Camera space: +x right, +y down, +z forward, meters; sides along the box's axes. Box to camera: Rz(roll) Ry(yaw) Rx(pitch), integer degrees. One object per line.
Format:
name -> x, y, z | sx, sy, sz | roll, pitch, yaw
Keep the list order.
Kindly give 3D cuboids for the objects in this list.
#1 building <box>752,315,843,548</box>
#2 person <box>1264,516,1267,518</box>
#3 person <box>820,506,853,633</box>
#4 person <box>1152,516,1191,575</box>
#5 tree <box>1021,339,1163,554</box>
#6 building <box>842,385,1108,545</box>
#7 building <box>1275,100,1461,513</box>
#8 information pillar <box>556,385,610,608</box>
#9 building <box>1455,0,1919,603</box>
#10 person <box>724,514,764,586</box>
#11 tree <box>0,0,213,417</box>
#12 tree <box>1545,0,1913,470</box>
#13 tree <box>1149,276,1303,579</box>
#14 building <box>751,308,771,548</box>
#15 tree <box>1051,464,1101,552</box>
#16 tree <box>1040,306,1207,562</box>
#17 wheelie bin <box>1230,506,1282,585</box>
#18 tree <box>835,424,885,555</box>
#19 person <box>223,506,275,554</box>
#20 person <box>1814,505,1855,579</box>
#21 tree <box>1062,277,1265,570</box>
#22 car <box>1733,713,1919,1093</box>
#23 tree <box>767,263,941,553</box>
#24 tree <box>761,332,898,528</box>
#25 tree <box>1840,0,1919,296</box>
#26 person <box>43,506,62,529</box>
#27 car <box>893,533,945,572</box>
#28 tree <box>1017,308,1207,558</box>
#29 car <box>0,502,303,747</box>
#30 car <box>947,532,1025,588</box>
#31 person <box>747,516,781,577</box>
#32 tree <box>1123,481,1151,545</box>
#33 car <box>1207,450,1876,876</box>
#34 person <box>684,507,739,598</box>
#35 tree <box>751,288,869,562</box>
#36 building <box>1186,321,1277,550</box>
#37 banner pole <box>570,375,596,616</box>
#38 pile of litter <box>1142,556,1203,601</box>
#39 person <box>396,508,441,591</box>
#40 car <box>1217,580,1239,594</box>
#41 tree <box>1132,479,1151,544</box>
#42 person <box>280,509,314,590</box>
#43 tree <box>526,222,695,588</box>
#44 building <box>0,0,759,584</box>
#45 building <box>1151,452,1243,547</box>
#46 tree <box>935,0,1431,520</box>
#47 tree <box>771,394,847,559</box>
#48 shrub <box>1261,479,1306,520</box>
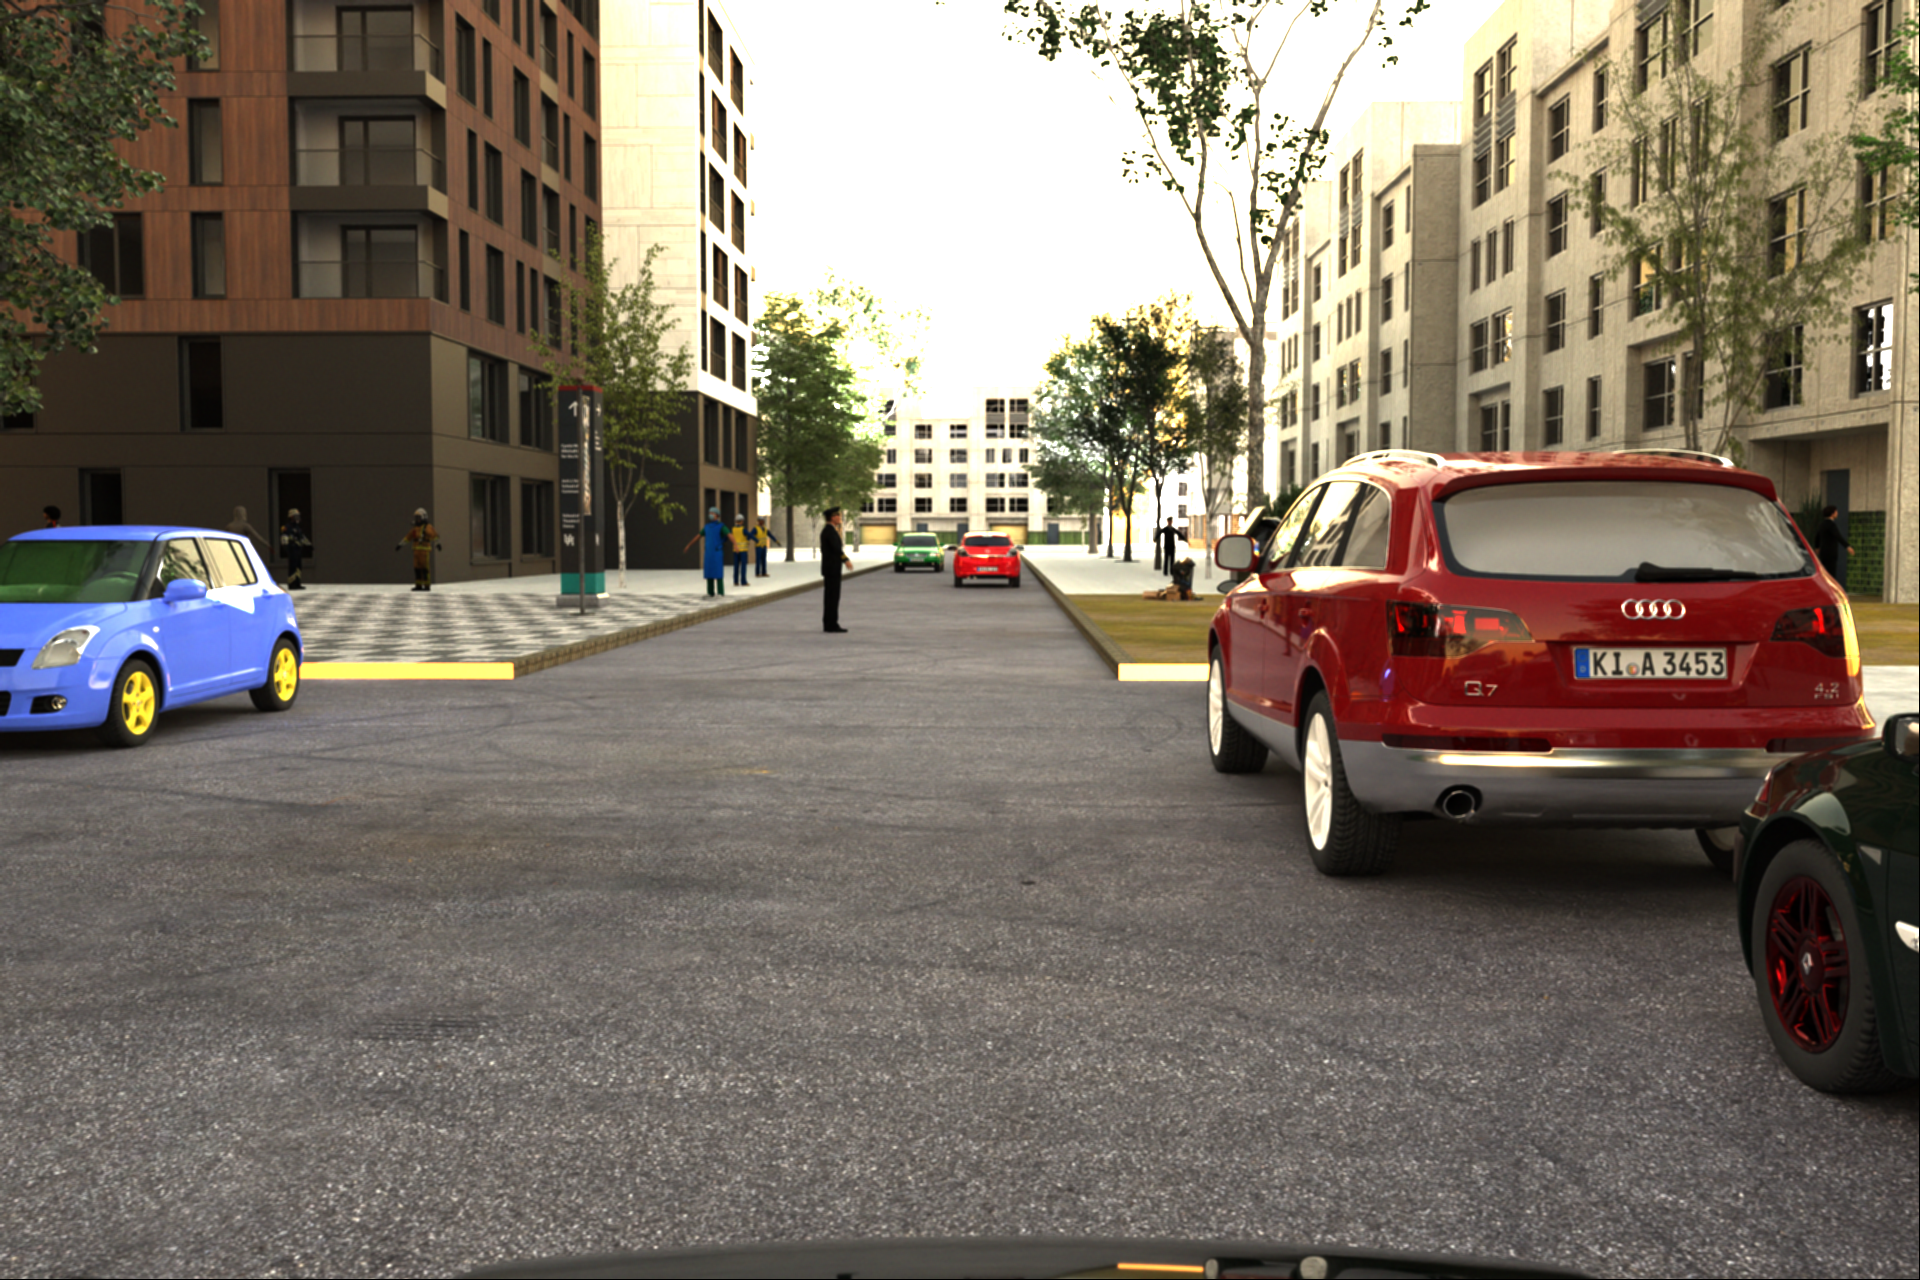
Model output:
building -> -21.490, -20.688, 169.176 | 19.493, 23.208, 18.063 | 0, 4, 1
person -> 7.018, -2.049, 40.308 | 0.721, 1.733, 1.217 | 2, 4, 27
person -> -1.843, -1.036, 25.328 | 0.705, 1.837, 1.347 | -1, 4, -19
person -> 6.512, -2.920, 53.681 | 1.347, 1.837, 0.705 | -1, 4, -21
tree -> 8.601, -12.555, 111.924 | 9.857, 13.997, 8.962 | 0, 3, 0
building -> 2.275, -21.063, 213.287 | 31.486, 18.905, 16.747 | 0, 4, 6
building -> 25.358, -13.013, 79.214 | 16.747, 18.905, 31.486 | 0, 4, 1
information pillar -> -6.661, -2.516, 30.514 | 0.750, 3.857, 0.750 | 0, 4, 3
building -> 26.063, -11.046, 47.059 | 16.747, 18.905, 31.486 | 0, 4, 2
person -> -5.421, -2.237, 43.032 | 1.216, 1.772, 0.721 | 2, 4, 25
tree -> -11.792, -6.666, 15.639 | 9.857, 13.997, 8.962 | 0, 3, 0
tree -> 9.380, -4.409, 22.447 | 4.360, 8.622, 3.978 | 0, 3, 0
tree -> 7.040, -6.081, 49.792 | 4.360, 8.622, 3.978 | 0, 3, 0
building -> -22.491, -17.628, 144.632 | 16.016, 20.090, 11.380 | 0, 4, 1
tree -> 8.945, -10.522, 122.396 | 4.360, 8.622, 3.978 | 0, 3, 0
tree -> 7.642, -9.403, 79.493 | 9.928, 11.665, 9.643 | 0, 3, 0
wheelie bin -> 3.470, -0.745, 20.094 | 0.693, 1.594, 0.980 | 0, 4, 0
tree -> -7.406, -9.588, 107.118 | 4.360, 8.622, 3.978 | 0, 3, 0
person -> -13.832, -1.666, 33.368 | 1.348, 1.813, 0.705 | 1, 4, 16
person -> 16.039, -1.573, 31.905 | 0.705, 1.806, 1.347 | 0, 4, 1
tree -> 7.376, -7.809, 62.097 | 7.601, 10.594, 8.767 | -3, 5, -43
car -> 3.014, 0.401, 3.239 | 2.009, 1.686, 4.222 | 0, 4, 1
tree -> -7.203, -16.177, 120.381 | 12.611, 20.169, 13.585 | 0, 3, 0
tree -> -7.308, -10.974, 97.554 | 7.486, 12.596, 7.792 | 0, 3, 0
tree -> 16.718, -6.021, 24.195 | 9.928, 11.665, 9.643 | 0, 3, 0
person -> -17.477, -1.660, 33.284 | 0.704, 1.843, 1.345 | -1, 4, -8
car -> -1.545, -3.511, 66.207 | 1.959, 1.807, 4.718 | 0, 4, 1
tree -> 8.241, -11.183, 93.215 | 12.009, 13.543, 11.850 | 0, 3, 0
car -> -6.324, -0.194, 12.767 | 1.945, 1.707, 3.694 | 0, 4, 2
car -> 0.727, -2.376, 47.890 | 2.155, 1.783, 4.494 | 0, 3, 0
person -> -5.945, -2.810, 51.920 | 0.705, 1.833, 1.349 | 3, 5, 42
tree -> 22.055, -15.790, 208.528 | 4.360, 8.622, 3.978 | 0, 3, 0
car -> 2.522, -0.007, 8.793 | 2.281, 1.827, 5.304 | 0, 4, 1
person -> -4.931, -1.743, 34.627 | 1.347, 1.817, 0.704 | 2, 4, 30
tree -> -8.098, -9.962, 81.000 | 7.486, 12.596, 7.792 | 0, 3, 0
building -> 25.493, -18.236, 154.577 | 16.016, 20.090, 11.380 | 0, 4, 1
banner pole -> -5.979, -2.298, 27.586 | 0.401, 3.779, 0.863 | 0, 4, 2
pile of litter -> 4.136, -1.215, 33.824 | 1.176, 0.858, 1.719 | 0, 4, 1
person -> -12.140, -2.032, 38.991 | 1.354, 1.858, 0.705 | 2, 4, 28
car -> 3.179, -0.133, 14.179 | 2.014, 1.417, 4.499 | 0, 4, 1
tree -> 22.487, -16.124, 213.991 | 4.737, 8.622, 4.395 | 0, 3, 0
person -> -15.297, -2.085, 39.876 | 0.705, 1.856, 1.354 | 0, 4, 6
tree -> -8.064, -5.541, 40.961 | 4.737, 8.622, 4.395 | 0, 3, 0
building -> -23.349, -13.216, 60.063 | 27.936, 21.610, 32.646 | 0, 4, 2
building -> 24.768, -14.137, 173.290 | 9.099, 9.664, 28.070 | 0, 4, 1
tree -> 5.182, -11.157, 38.308 | 12.611, 20.169, 13.585 | 0, 3, 0
tree -> -7.386, -8.503, 89.392 | 4.360, 8.622, 3.978 | 0, 3, 0
shrub -> 4.562, -1.163, 23.434 | 1.690, 2.028, 1.600 | 0, 3, 0
